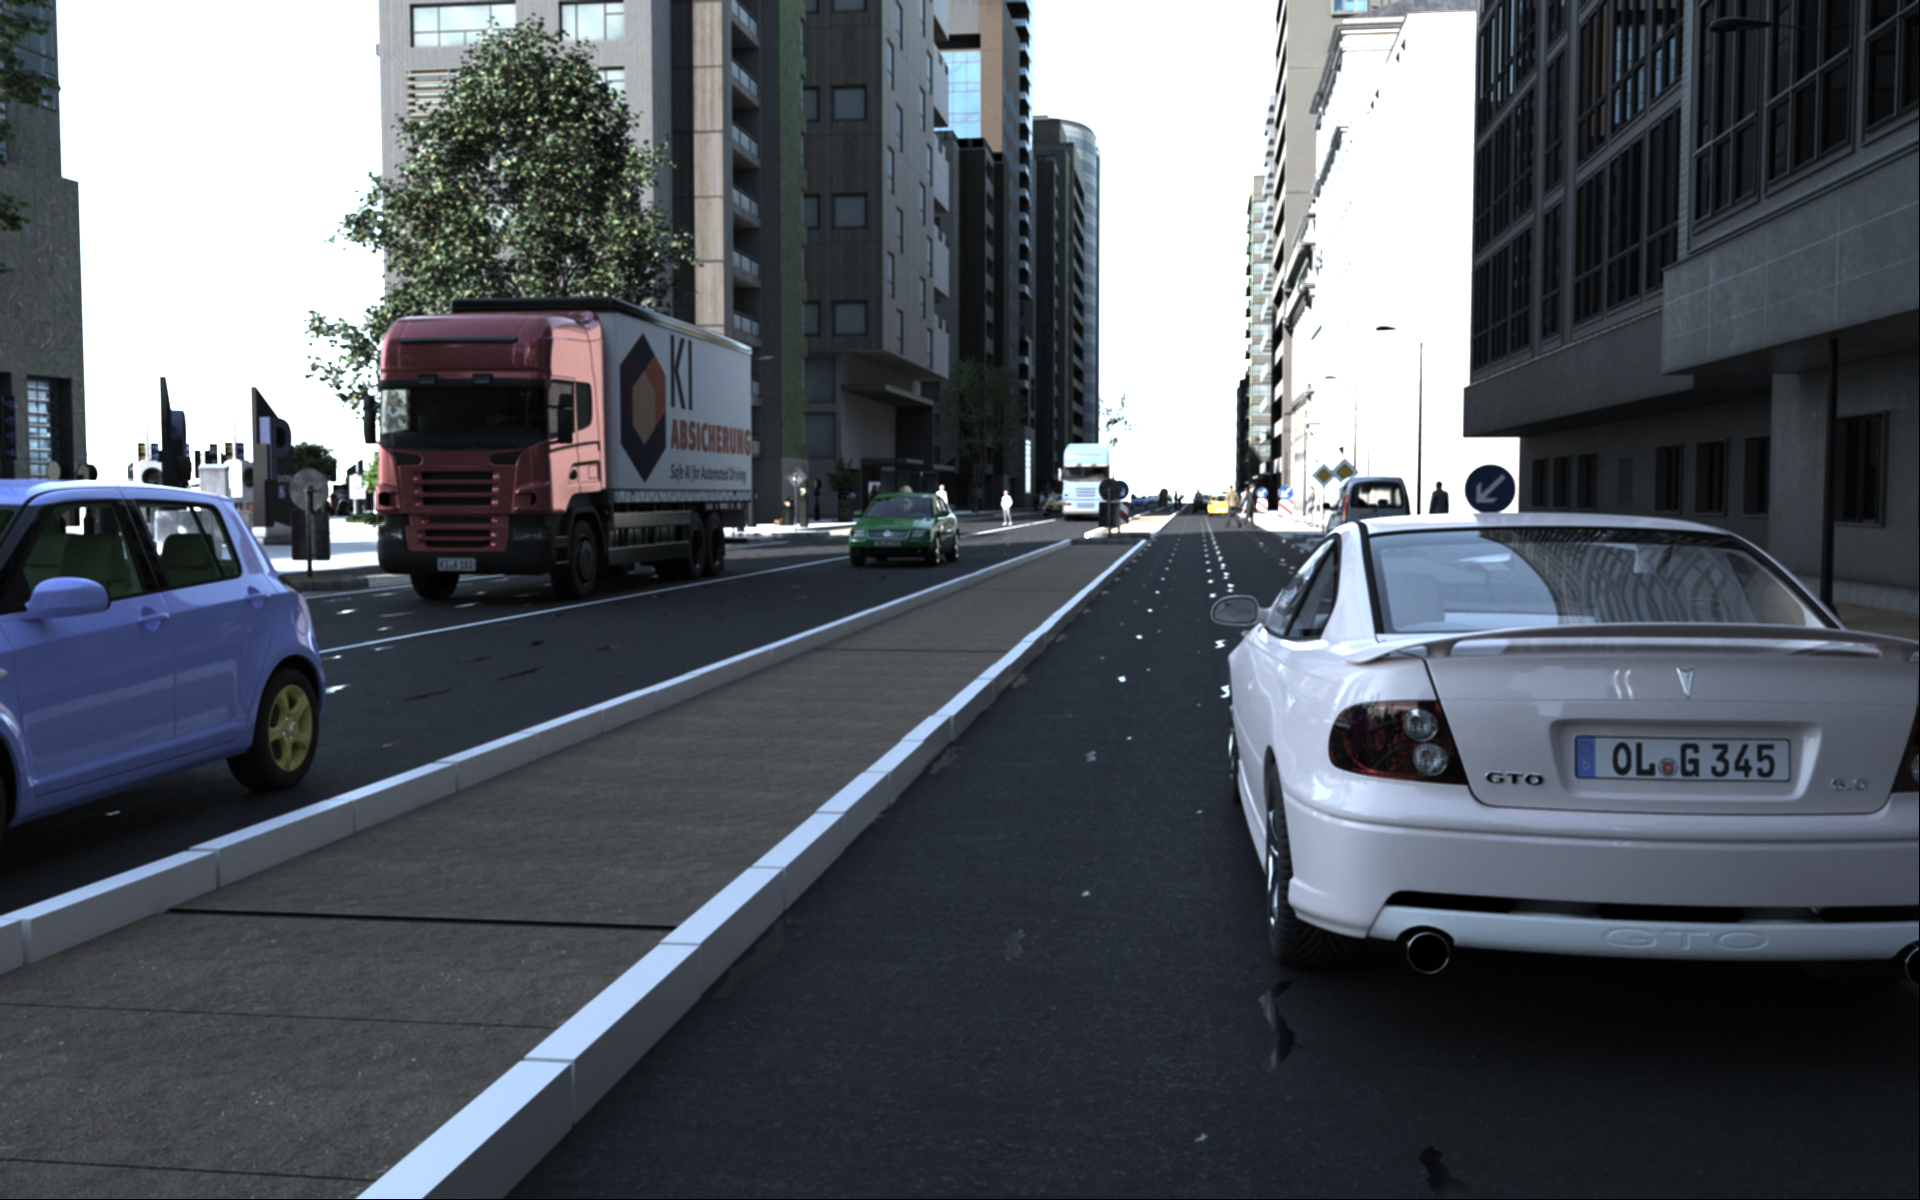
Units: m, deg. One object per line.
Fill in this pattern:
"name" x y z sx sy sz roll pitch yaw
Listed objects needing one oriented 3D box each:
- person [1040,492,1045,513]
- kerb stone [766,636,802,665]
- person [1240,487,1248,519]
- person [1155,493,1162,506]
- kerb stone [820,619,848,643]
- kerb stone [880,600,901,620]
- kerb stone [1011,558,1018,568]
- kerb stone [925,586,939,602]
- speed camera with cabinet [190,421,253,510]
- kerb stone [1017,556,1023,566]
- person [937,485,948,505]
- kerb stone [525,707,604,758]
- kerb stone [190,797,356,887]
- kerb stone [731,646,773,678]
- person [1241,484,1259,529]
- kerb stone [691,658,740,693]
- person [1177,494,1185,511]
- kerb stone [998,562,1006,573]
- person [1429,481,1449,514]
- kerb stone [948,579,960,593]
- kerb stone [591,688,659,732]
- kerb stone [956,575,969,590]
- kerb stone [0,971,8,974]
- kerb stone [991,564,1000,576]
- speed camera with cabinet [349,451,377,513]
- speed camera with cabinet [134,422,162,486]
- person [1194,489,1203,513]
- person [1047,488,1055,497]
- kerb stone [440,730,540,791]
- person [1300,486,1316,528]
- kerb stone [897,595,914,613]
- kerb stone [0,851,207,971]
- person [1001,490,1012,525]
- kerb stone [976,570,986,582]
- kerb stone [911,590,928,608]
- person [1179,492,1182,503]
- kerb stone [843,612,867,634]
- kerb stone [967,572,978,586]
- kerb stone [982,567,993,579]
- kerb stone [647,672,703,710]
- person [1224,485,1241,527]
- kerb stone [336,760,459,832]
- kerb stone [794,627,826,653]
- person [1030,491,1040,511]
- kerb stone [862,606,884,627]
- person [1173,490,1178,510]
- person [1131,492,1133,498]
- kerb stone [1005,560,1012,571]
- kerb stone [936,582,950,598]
"person" 6.088 -7.231 128.542 0.330 1.601 0.589 -2 4 -28
"kerb stone" -1.554 0.447 14.884 0.120 0.150 1.000 0 4 8
"person" 16.056 -5.423 97.261 0.616 1.811 0.778 3 5 42
"person" 24.121 -12.215 208.230 1.348 1.821 0.705 0 4 1
"kerb stone" -1.279 0.324 16.912 0.120 0.150 1.000 0 4 8
"kerb stone" -0.856 0.137 19.960 0.120 0.150 1.000 0 4 8
"kerb stone" 0.951 -0.673 33.193 0.120 0.150 1.000 0 4 8
"kerb stone" -0.440 -0.050 23.015 0.120 0.150 1.000 0 4 8
"speed camera with cabinet" -19.531 -3.160 45.999 0.660 3.252 2.038 1 4 15
"kerb stone" 1.093 -0.735 34.206 0.120 0.150 1.000 0 4 8
"person" -0.798 -4.226 77.479 0.514 1.842 0.818 0 3 0
"kerb stone" -2.259 0.757 9.817 0.120 0.150 1.000 0 4 8
"kerb stone" -2.668 0.944 6.767 0.120 0.150 1.000 0 4 8
"kerb stone" -1.698 0.509 13.869 0.120 0.150 1.000 0 4 8
"person" 12.025 -3.867 71.500 0.755 1.850 0.659 0 4 -4
"kerb stone" -1.838 0.572 12.855 0.120 0.150 1.000 0 4 8
"person" 19.125 -8.426 149.447 0.628 1.438 0.799 2 4 34
"kerb stone" 0.670 -0.548 31.147 0.120 0.150 1.000 0 4 8
"person" 14.159 -2.605 51.194 0.694 1.812 0.767 -1 4 -19
"kerb stone" -0.165 -0.174 25.041 0.120 0.150 1.000 0 4 8
"kerb stone" -2.114 0.695 10.829 0.120 0.150 1.000 0 4 8
"kerb stone" -0.031 -0.236 26.059 0.120 0.150 1.000 0 4 8
"kerb stone" -2.955 1.068 4.736 0.120 0.150 1.000 0 4 8
"kerb stone" 0.529 -0.485 30.132 0.120 0.150 1.000 0 4 8
"speed camera with cabinet" -27.331 -5.280 80.660 2.038 3.252 0.660 -1 4 -23
"speed camera with cabinet" -22.616 -3.207 46.776 2.038 3.252 0.660 -3 4 -37
"person" 17.679 -7.342 128.382 0.661 1.843 0.795 1 4 15
"person" 6.552 -7.052 123.894 0.679 1.850 0.850 1 4 18
"kerb stone" -2.394 0.820 8.801 0.120 0.150 1.000 0 4 8
"person" 14.662 -3.925 72.942 0.573 1.790 0.520 2 4 34
"kerb stone" -0.724 0.075 20.974 0.120 0.150 1.000 0 4 8
"kerb stone" -2.807 1.012 5.754 0.120 0.150 1.000 0 4 8
"person" 2.156 -4.292 80.486 0.589 1.601 0.330 3 4 39
"kerb stone" 0.253 -0.352 28.087 0.120 0.150 1.000 0 4 8
"kerb stone" -0.581 0.012 21.994 0.120 0.150 1.000 0 4 8
"person" 26.982 -12.433 212.500 0.721 1.743 1.217 0 4 1
"kerb stone" -1.138 0.261 17.931 0.120 0.150 1.000 0 4 8
"kerb stone" 0.116 -0.298 27.073 0.120 0.150 1.000 0 4 8
"kerb stone" 0.390 -0.423 29.111 0.120 0.150 1.000 0 4 8
"kerb stone" -1.973 0.637 11.842 0.120 0.150 1.000 0 4 8
"person" 11.740 -4.039 74.448 0.836 1.842 0.656 3 4 38
"kerb stone" -2.534 0.884 7.780 0.120 0.150 1.000 0 4 8
"kerb stone" -1.418 0.385 15.897 0.120 0.150 1.000 0 4 8
"person" 6.419 -8.461 147.539 0.721 1.736 1.217 -3 5 -41
"kerb stone" -1.004 0.199 18.945 0.120 0.150 1.000 0 4 8
"person" 19.088 -8.863 153.415 0.705 1.823 1.348 0 4 -6
"person" 28.632 -17.027 287.804 0.541 1.710 0.530 0 4 6
"kerb stone" 0.811 -0.610 32.169 0.120 0.150 1.000 0 4 8
"kerb stone" -0.309 -0.112 24.029 0.120 0.150 1.000 0 4 8
